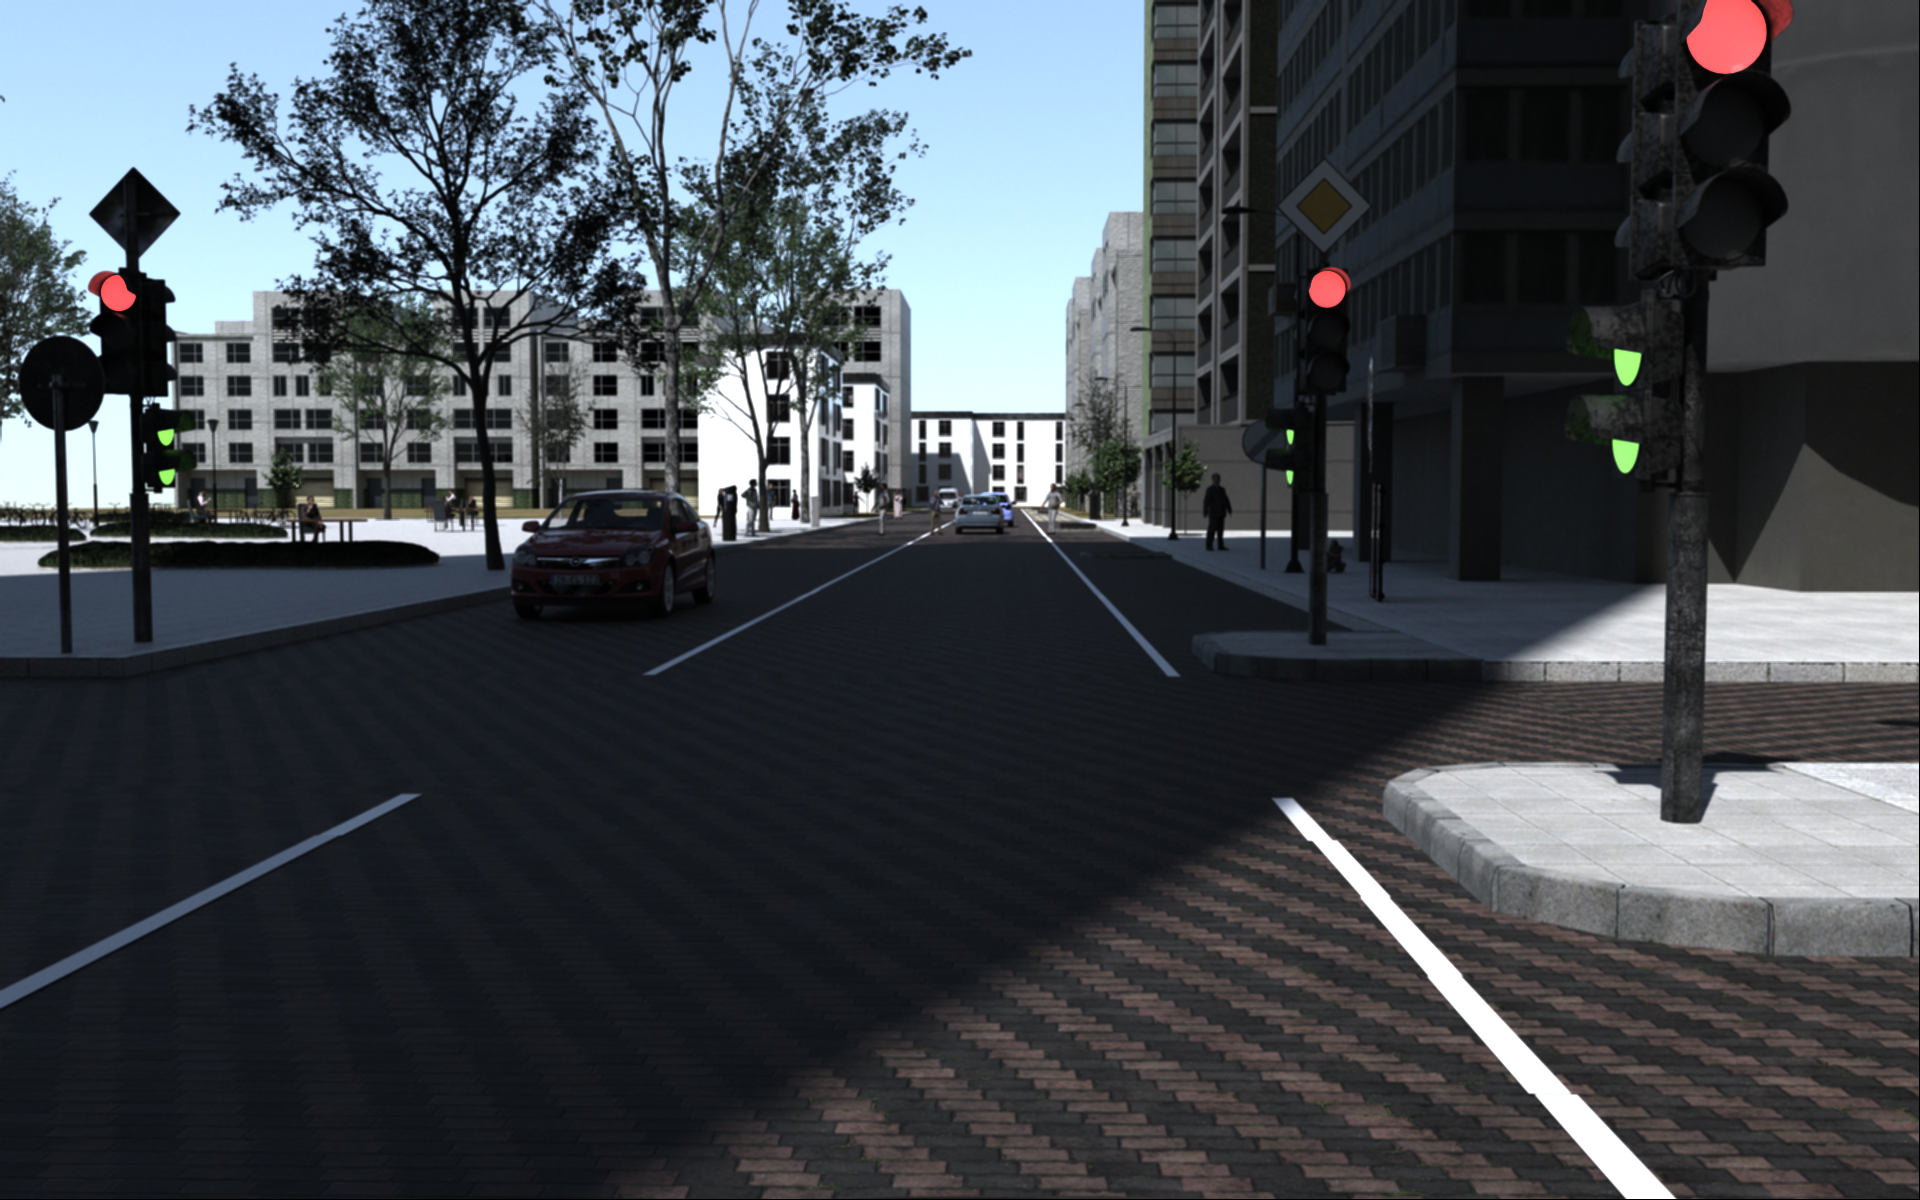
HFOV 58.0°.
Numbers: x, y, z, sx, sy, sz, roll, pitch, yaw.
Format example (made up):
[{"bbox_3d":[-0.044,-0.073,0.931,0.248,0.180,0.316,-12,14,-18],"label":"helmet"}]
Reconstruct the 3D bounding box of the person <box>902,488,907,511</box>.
[{"bbox_3d":[-4.195,-7.722,133.091,0.721,1.735,1.217,0,4,5],"label":"person"}]

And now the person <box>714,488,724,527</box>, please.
[{"bbox_3d":[-9.267,-3.558,66.751,0.613,1.512,0.480,1,4,20],"label":"person"}]

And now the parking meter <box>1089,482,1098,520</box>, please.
[{"bbox_3d":[6.651,-4.927,86.265,0.255,1.863,0.399,-2,4,-28],"label":"parking meter"}]

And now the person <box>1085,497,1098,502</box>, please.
[{"bbox_3d":[7.946,-5.788,103.905,0.991,1.433,0.599,-1,4,-18],"label":"person"}]

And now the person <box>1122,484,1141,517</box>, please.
[{"bbox_3d":[9.748,-5.562,96.984,1.348,1.824,0.705,1,4,16],"label":"person"}]

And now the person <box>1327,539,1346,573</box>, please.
[{"bbox_3d":[6.064,-0.714,28.200,0.357,0.543,0.381,3,5,43],"label":"person"}]

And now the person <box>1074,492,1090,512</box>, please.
[{"bbox_3d":[9.006,-7.423,127.433,1.348,1.821,0.705,1,4,17],"label":"person"}]

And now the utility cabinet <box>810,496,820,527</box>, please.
[{"bbox_3d":[-5.634,-3.425,67.156,0.306,1.237,1.020,-1,4,-9],"label":"utility cabinet"}]

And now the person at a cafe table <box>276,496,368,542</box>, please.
[{"bbox_3d":[-14.240,-1.684,38.395,1.698,1.238,1.726,-2,4,-34],"label":"person at a cafe table"}]

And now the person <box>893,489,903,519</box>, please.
[{"bbox_3d":[-3.549,-5.480,98.763,0.551,1.740,0.621,-2,4,-34],"label":"person"}]

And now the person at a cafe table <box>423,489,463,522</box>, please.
[{"bbox_3d":[-23.895,-4.388,80.265,1.622,1.524,1.698,-1,4,-8],"label":"person at a cafe table"}]

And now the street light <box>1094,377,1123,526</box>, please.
[{"bbox_3d":[6.043,-5.892,68.874,1.470,5.913,1.316,0,4,2],"label":"street light"}]

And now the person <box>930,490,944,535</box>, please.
[{"bbox_3d":[-0.807,-3.054,60.503,0.516,1.574,0.319,-1,4,-23],"label":"person"}]

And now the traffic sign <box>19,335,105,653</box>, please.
[{"bbox_3d":[-7.229,-0.846,13.938,0.768,2.556,0.104,1,4,10],"label":"traffic sign"}]

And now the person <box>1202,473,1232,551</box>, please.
[{"bbox_3d":[5.883,-2.008,39.418,0.990,1.755,0.434,-3,4,-38],"label":"person"}]

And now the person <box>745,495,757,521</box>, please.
[{"bbox_3d":[-10.129,-4.640,83.780,0.662,1.594,0.647,-3,5,-41],"label":"person"}]

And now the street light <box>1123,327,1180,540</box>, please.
[{"bbox_3d":[5.417,-4.629,48.217,1.470,5.913,1.316,0,4,2],"label":"street light"}]

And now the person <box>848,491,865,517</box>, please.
[{"bbox_3d":[-5.778,-5.352,96.775,0.991,1.433,0.599,1,4,15],"label":"person"}]

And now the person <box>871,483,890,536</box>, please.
[{"bbox_3d":[-2.724,-3.107,59.444,0.789,1.805,0.875,-2,4,-30],"label":"person"}]

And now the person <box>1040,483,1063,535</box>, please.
[{"bbox_3d":[3.205,-3.206,61.058,0.875,1.805,0.789,3,4,36],"label":"person"}]

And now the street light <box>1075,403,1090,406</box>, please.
[{"bbox_3d":[6.579,-7.113,88.846,1.470,5.913,1.316,0,4,2],"label":"street light"}]

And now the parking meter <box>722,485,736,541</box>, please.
[{"bbox_3d":[-6.324,-2.388,47.451,0.372,1.533,0.369,0,3,0],"label":"parking meter"}]

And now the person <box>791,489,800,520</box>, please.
[{"bbox_3d":[-8.213,-4.769,86.484,0.387,1.526,0.523,1,4,17],"label":"person"}]

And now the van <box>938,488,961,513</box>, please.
[{"bbox_3d":[-0.896,-7.281,126.047,2.013,2.044,4.112,0,4,2],"label":"van"}]

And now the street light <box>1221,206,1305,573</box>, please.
[{"bbox_3d":[4.913,-3.398,28.099,1.470,5.913,1.316,0,4,2],"label":"street light"}]

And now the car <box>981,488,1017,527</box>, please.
[{"bbox_3d":[1.501,-4.052,75.843,1.945,1.707,3.694,0,4,2],"label":"car"}]

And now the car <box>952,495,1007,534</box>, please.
[{"bbox_3d":[0.700,-3.119,62.995,2.014,1.417,4.499,0,4,0],"label":"car"}]

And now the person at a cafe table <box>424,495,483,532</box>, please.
[{"bbox_3d":[-17.439,-2.953,59.146,1.698,1.238,1.726,1,4,8],"label":"person at a cafe table"}]

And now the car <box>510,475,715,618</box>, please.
[{"bbox_3d":[-4.213,-0.758,21.436,2.155,1.783,4.494,0,4,2],"label":"car"}]

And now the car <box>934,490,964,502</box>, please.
[{"bbox_3d":[-0.851,-7.634,133.485,2.281,1.827,5.304,0,3,0],"label":"car"}]

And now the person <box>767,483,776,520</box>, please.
[{"bbox_3d":[-9.402,-4.861,85.649,0.598,1.807,0.434,-1,4,-12],"label":"person"}]

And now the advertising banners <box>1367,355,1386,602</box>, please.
[{"bbox_3d":[5.128,-1.541,21.378,0.090,3.025,2.074,1,4,9],"label":"advertising banners"}]

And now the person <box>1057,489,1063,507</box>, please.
[{"bbox_3d":[9.401,-9.807,166.402,1.348,1.822,0.705,3,5,40],"label":"person"}]

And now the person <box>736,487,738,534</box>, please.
[{"bbox_3d":[-7.317,-2.886,55.495,0.388,1.546,0.482,0,4,4],"label":"person"}]

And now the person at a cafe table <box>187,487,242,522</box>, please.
[{"bbox_3d":[-26.569,-3.247,61.605,1.622,1.524,1.698,-2,4,-34],"label":"person at a cafe table"}]

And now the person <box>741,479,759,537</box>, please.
[{"bbox_3d":[-6.257,-2.766,51.997,0.376,1.734,0.841,2,4,27],"label":"person"}]
